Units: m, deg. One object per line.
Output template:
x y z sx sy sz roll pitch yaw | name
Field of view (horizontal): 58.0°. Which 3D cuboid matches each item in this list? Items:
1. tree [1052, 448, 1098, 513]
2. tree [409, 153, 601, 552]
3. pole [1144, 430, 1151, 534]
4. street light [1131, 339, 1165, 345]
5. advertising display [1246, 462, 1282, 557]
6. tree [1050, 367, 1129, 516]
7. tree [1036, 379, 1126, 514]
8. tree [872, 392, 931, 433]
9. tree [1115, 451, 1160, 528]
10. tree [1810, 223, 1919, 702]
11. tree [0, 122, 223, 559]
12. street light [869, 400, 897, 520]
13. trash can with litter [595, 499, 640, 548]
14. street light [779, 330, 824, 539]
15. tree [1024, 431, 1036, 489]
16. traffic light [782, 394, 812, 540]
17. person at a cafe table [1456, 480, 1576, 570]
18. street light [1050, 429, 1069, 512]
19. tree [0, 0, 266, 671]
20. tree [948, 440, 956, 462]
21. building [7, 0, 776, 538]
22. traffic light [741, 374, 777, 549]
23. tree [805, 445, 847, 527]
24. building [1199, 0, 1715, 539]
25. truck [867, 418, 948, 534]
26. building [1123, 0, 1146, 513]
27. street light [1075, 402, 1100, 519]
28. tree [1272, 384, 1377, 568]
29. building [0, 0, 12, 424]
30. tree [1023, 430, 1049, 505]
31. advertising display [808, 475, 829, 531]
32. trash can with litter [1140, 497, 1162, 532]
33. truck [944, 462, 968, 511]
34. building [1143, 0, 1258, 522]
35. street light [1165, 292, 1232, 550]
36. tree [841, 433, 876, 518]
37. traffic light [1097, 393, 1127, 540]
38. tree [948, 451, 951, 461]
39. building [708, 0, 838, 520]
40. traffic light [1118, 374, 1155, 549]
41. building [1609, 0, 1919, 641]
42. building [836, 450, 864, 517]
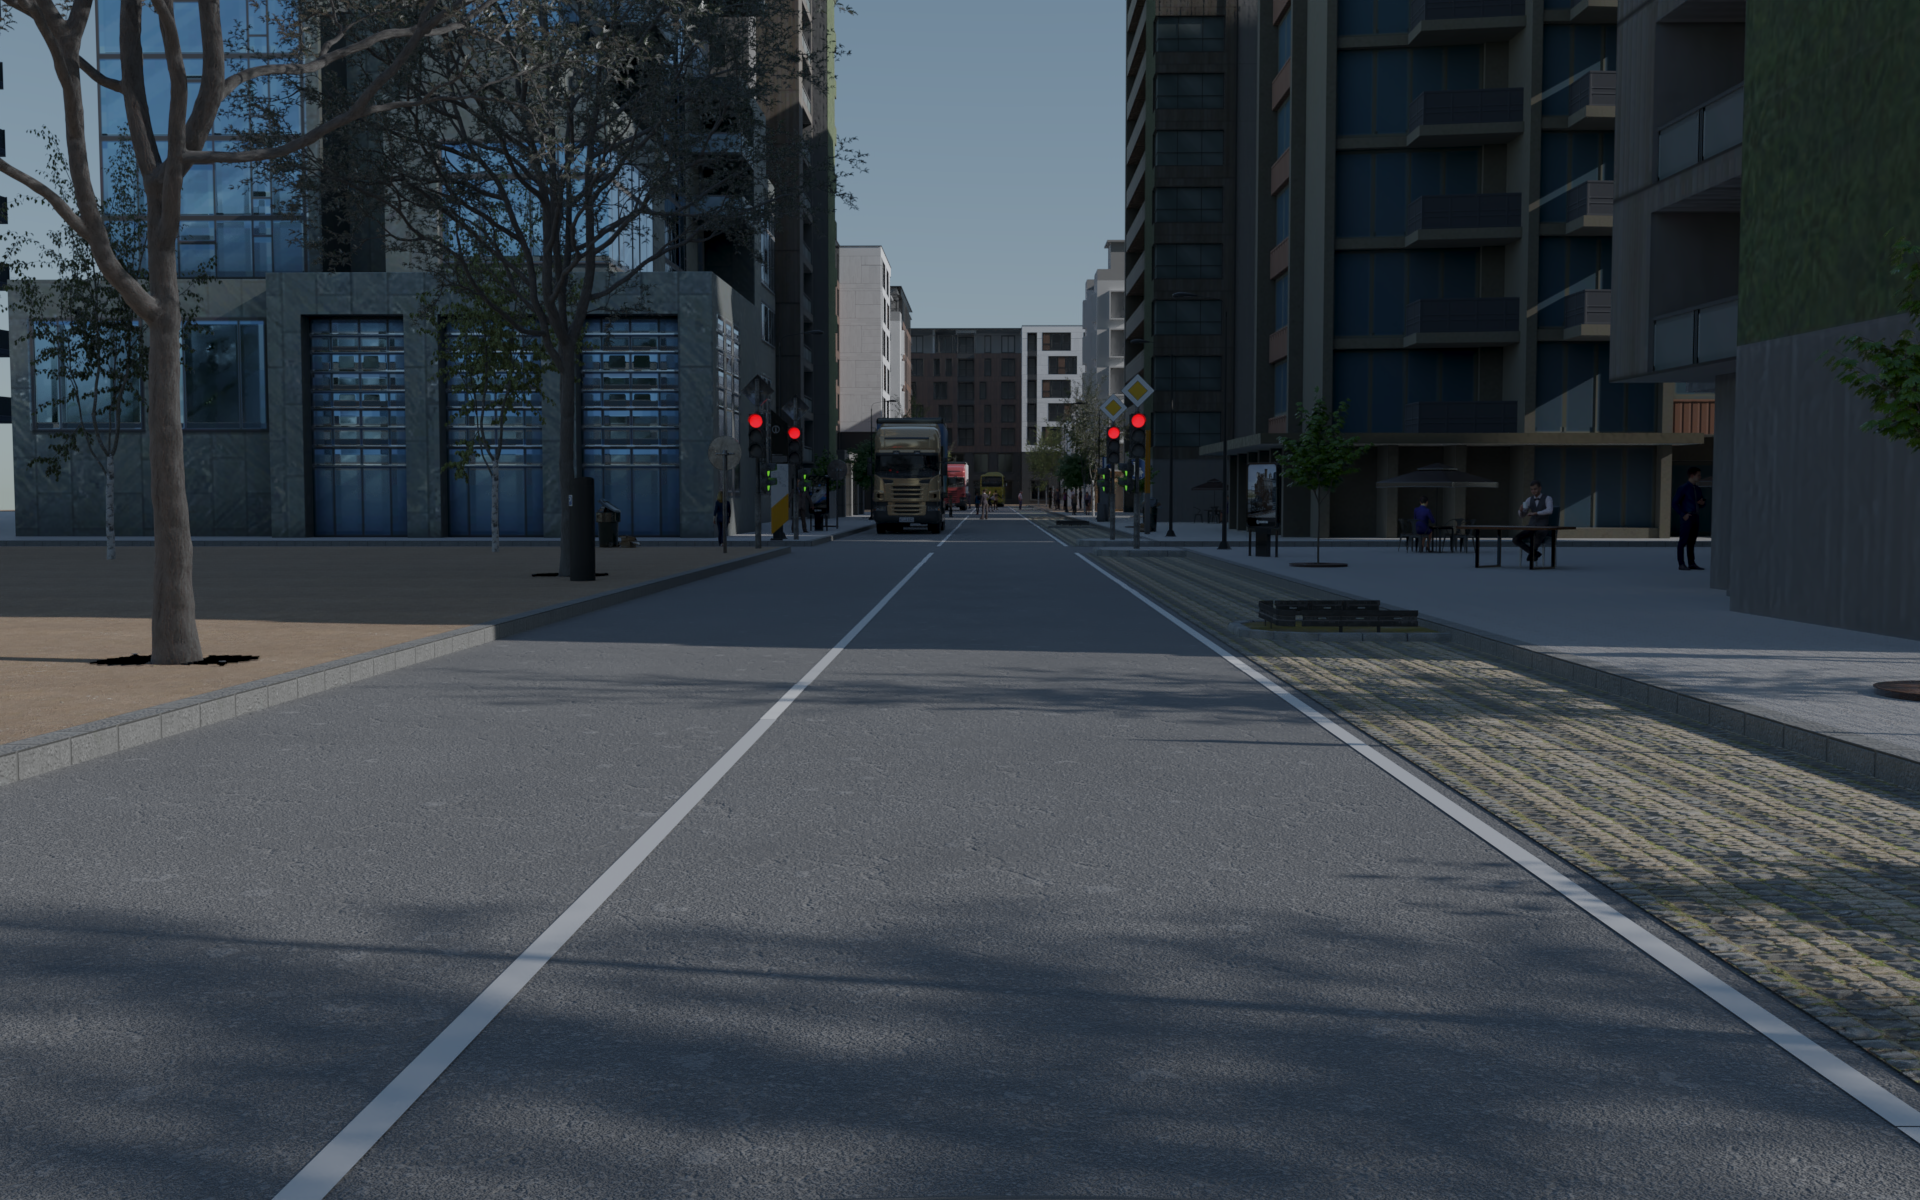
7.908 -8.291 119.265 4.285 4.588 4.351 0 3 0 | tree
-10.208 -5.375 38.251 4.737 8.622 4.395 0 3 0 | tree
5.990 -3.761 55.333 0.158 3.312 0.155 0 3 0 | pole
5.820 -4.867 52.121 1.470 5.913 1.316 0 4 1 | street light
6.204 -1.847 35.412 0.123 1.923 0.974 -2 4 -29 | advertising display
7.795 -9.155 100.053 4.360 8.622 3.978 0 3 0 | tree
8.212 -9.841 111.262 4.737 8.622 4.395 0 3 0 | tree
-3.962 -10.614 123.908 4.737 8.622 4.395 0 3 0 | tree
6.808 -4.386 66.314 1.663 3.219 1.824 0 3 0 | tree
6.459 -0.989 10.767 1.663 3.219 1.824 0 3 0 | tree
-16.740 -5.116 34.012 4.360 8.622 3.978 0 3 0 | tree
-3.818 -6.901 85.371 1.470 5.913 1.316 0 4 1 | street light
-8.194 -1.844 41.530 1.055 1.170 0.624 1 4 14 | trash can with litter
-4.564 -4.693 49.265 1.470 5.913 1.316 0 4 1 | street light
8.490 -12.723 158.383 4.737 8.622 4.395 0 3 0 | tree
-4.595 -3.654 48.661 0.839 4.253 0.868 0 4 1 | traffic light
9.817 -1.319 30.086 1.622 1.524 1.698 -3 5 -42 | person at a cafe table
7.051 -9.200 122.959 1.470 5.913 1.316 0 4 1 | street light
-6.011 -6.253 12.611 12.009 13.543 11.850 0 3 0 | tree
-2.537 -14.349 184.964 4.360 8.622 3.978 0 3 0 | tree
-18.061 -45.926 63.561 22.319 86.520 31.000 0 4 1 | building
-4.733 -3.166 40.678 0.839 4.253 0.868 0 4 1 | traffic light
-5.361 -4.456 67.451 1.663 3.219 1.824 0 3 0 | tree
23.109 -24.682 58.179 28.867 44.769 22.147 0 4 1 | building
-1.805 -4.707 65.875 2.839 4.237 11.283 0 4 1 | truck
21.954 -29.735 109.861 21.300 48.544 21.600 0 4 1 | building
6.485 -7.032 87.518 1.470 5.913 1.316 0 4 1 | street light
6.328 -2.212 30.776 1.663 3.219 1.824 0 3 0 | tree
-43.063 -24.930 57.724 14.200 45.320 14.600 0 4 1 | building
9.220 -15.336 201.104 4.360 8.622 3.978 0 3 0 | tree
-4.909 -3.365 60.236 0.974 1.923 0.123 3 5 45 | advertising display
6.397 -2.877 58.429 0.624 1.170 1.055 1 4 21 | trash can with litter
-0.595 -10.026 152.844 2.839 4.237 11.283 0 4 1 | truck
15.891 -19.144 84.708 14.160 30.474 14.107 0 4 1 | building
5.588 -4.126 40.009 1.470 5.913 1.316 0 4 1 | street light
-4.629 -6.646 92.372 4.285 4.588 4.351 0 3 0 | tree
4.265 -3.646 48.525 0.839 4.253 0.868 0 4 1 | traffic light
-2.959 -13.927 178.062 4.737 8.622 4.395 0 3 0 | tree
-13.837 -24.696 87.374 14.154 41.232 14.086 0 4 1 | building
4.127 -3.157 40.541 0.839 4.253 0.868 0 4 1 | traffic light
15.483 -20.532 19.301 14.154 41.232 14.086 0 4 1 | building
-16.395 -40.732 104.213 20.563 71.187 20.611 0 4 1 | building
